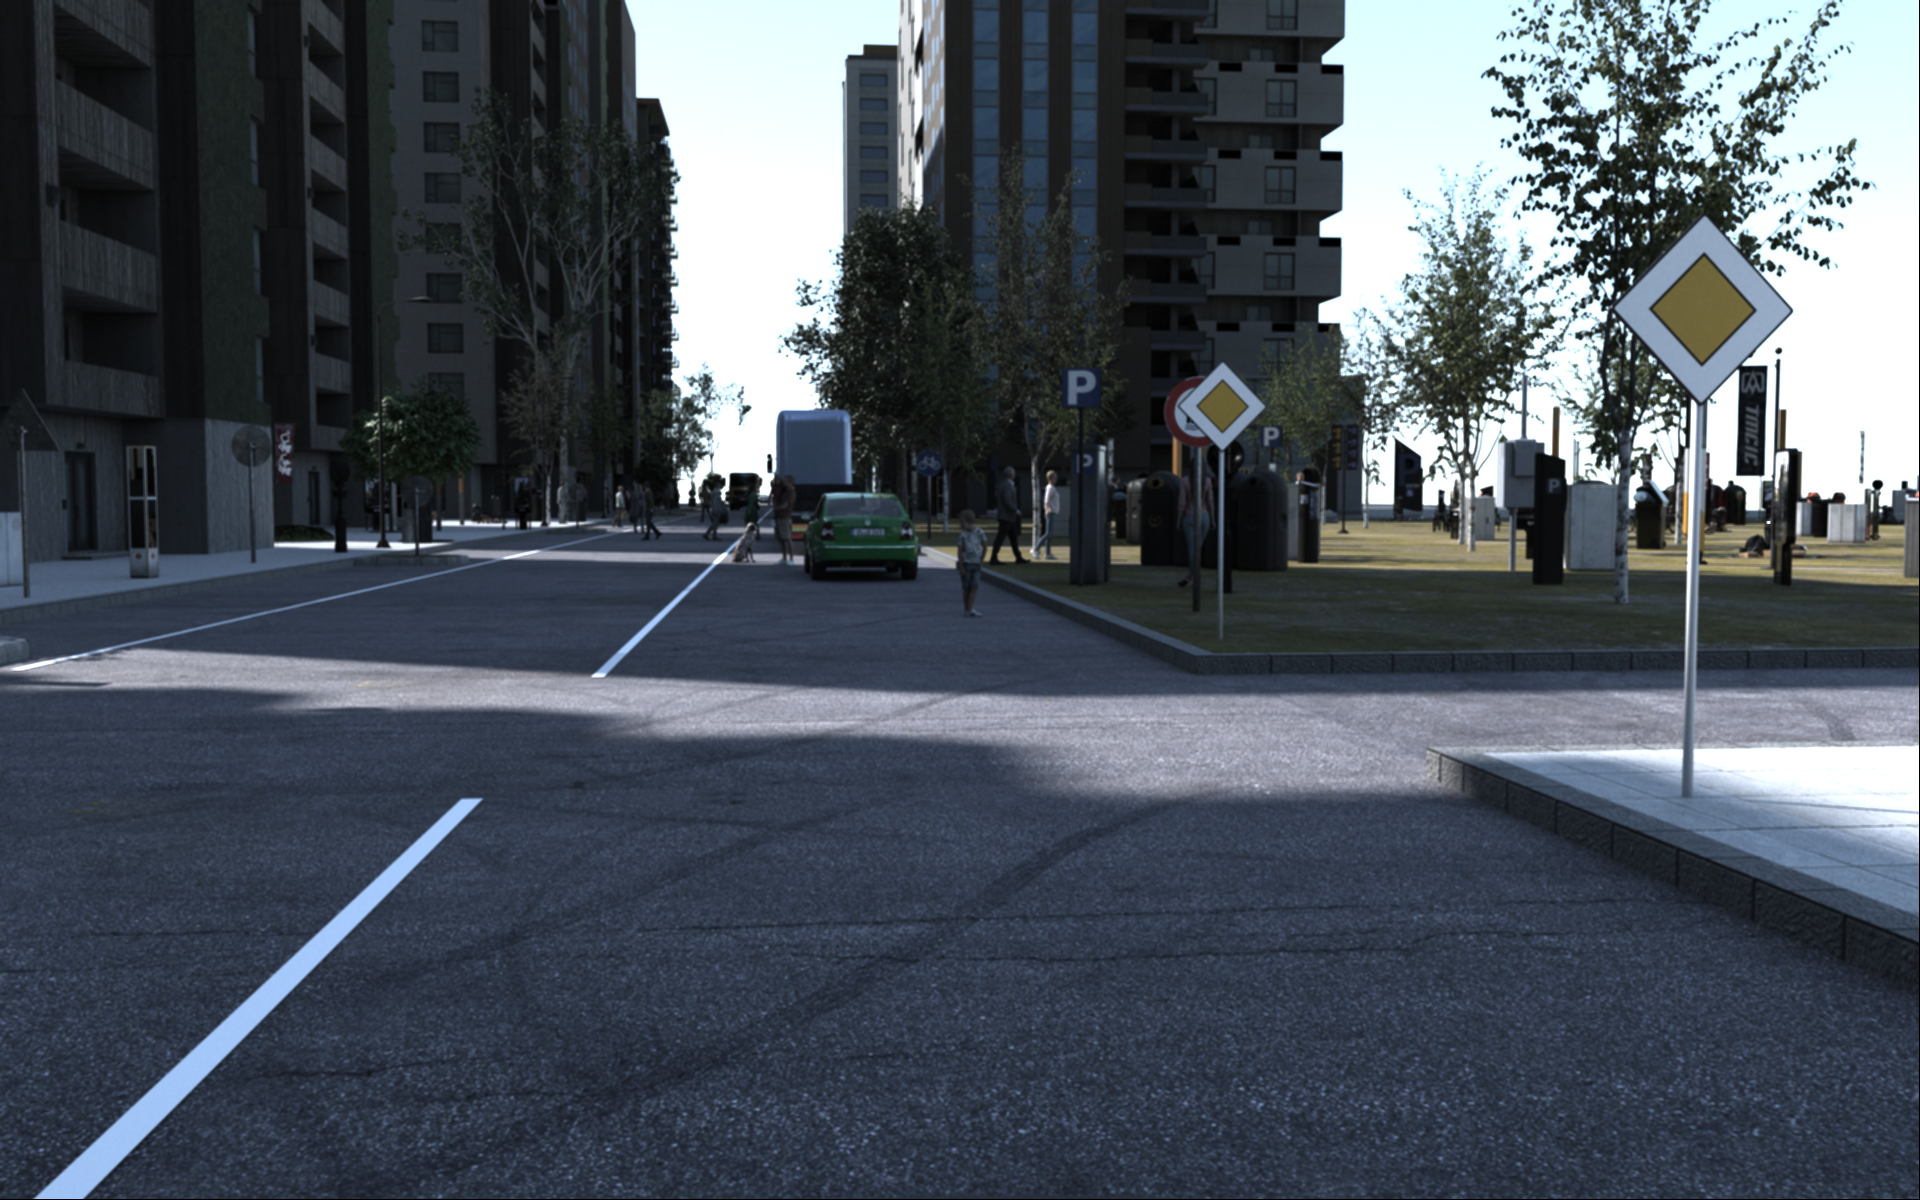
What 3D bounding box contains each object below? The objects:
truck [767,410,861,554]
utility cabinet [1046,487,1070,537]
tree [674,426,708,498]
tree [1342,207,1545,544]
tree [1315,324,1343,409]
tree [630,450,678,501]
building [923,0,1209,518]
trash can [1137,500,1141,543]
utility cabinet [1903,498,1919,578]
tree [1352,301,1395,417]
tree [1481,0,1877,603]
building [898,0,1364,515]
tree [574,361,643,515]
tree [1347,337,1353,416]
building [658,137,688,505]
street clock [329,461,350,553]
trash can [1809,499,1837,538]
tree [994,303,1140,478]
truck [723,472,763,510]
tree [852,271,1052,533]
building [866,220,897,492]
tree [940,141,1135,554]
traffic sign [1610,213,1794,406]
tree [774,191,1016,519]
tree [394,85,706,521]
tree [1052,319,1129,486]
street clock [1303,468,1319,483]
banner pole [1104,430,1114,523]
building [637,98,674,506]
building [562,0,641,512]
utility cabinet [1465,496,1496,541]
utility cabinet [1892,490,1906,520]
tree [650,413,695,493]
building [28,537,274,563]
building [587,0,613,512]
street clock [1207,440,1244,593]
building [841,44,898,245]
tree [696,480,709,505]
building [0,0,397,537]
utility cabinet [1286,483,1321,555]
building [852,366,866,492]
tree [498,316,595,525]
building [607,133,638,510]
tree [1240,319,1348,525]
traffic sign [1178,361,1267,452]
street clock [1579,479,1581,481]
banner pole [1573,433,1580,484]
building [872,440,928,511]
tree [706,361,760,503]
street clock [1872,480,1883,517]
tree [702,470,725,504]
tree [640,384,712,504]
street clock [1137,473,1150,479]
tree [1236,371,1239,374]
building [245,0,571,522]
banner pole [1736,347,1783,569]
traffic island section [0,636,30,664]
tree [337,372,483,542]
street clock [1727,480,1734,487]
[{"bbox_3d":[-3.971,-3.655,49.517,2.967,4.110,18.799,0,4,-7],"label":"truck"},{"bbox_3d":[3.142,-2.607,51.295,1.173,1.500,0.318,1,4,23],"label":"utility cabinet"},{"bbox_3d":[-27.551,-13.872,177.170,4.737,8.622,4.395,0,3,0],"label":"tree"},{"bbox_3d":[12.633,-5.738,44.184,4.360,8.622,3.978,0,3,0],"label":"tree"},{"bbox_3d":[15.442,-6.982,64.523,4.360,8.622,3.978,0,3,0],"label":"tree"},{"bbox_3d":[-22.658,-8.839,128.234,4.285,4.588,4.351,0,3,0],"label":"tree"},{"bbox_3d":[5.367,-27.380,97.774,14.600,45.320,14.200,0,4,-6],"label":"building"},{"bbox_3d":[4.774,-1.927,43.161,0.748,1.137,0.748,0,3,0],"label":"trash can"},{"bbox_3d":[14.950,-0.927,26.326,1.020,1.237,0.306,3,4,36],"label":"utility cabinet"},{"bbox_3d":[11.527,-5.383,38.370,4.737,8.622,4.395,0,3,0],"label":"tree"},{"bbox_3d":[8.011,-4.269,20.158,4.737,8.622,4.395,0,3,0],"label":"tree"},{"bbox_3d":[9.949,-32.396,118.913,28.713,52.752,27.495,0,4,-6],"label":"building"},{"bbox_3d":[-19.590,-8.876,95.480,4.737,8.622,4.395,0,3,0],"label":"tree"},{"bbox_3d":[14.799,-6.208,51.860,4.737,8.622,4.395,0,3,0],"label":"tree"},{"bbox_3d":[-46.677,-36.508,216.516,23.786,49.044,30.456,0,4,-6],"label":"building"},{"bbox_3d":[-13.585,-2.042,37.958,0.471,2.002,0.358,3,5,40],"label":"street clock"},{"bbox_3d":[25.558,-2.427,51.327,0.748,1.137,0.748,0,3,0],"label":"trash can"},{"bbox_3d":[5.236,-9.163,84.233,7.601,10.594,8.767,-1,4,-8],"label":"tree"},{"bbox_3d":[-19.420,-9.800,156.156,3.469,3.379,9.791,0,4,-5],"label":"truck"},{"bbox_3d":[-0.279,-6.541,57.303,4.737,8.622,4.395,0,3,0],"label":"tree"},{"bbox_3d":[-3.172,-25.268,184.836,14.160,30.474,14.107,0,4,-6],"label":"building"},{"bbox_3d":[1.629,-5.260,36.358,4.360,8.622,3.978,0,3,0],"label":"tree"},{"bbox_3d":[3.107,-0.310,7.256,0.795,2.593,0.064,0,4,-6],"label":"traffic sign"},{"bbox_3d":[-2.245,-9.116,66.051,9.611,12.733,9.660,0,3,0],"label":"tree"},{"bbox_3d":[-19.835,-13.811,81.698,12.611,20.169,13.585,0,3,0],"label":"tree"},{"bbox_3d":[4.861,-7.450,72.164,4.737,8.622,4.395,0,3,0],"label":"tree"},{"bbox_3d":[9.759,-2.677,48.334,0.358,2.002,0.471,-2,4,-32],"label":"street clock"},{"bbox_3d":[5.796,-4.745,67.594,0.401,3.779,0.863,2,4,34],"label":"banner pole"},{"bbox_3d":[-42.764,-32.579,187.283,22.147,44.769,28.867,0,4,-6],"label":"building"},{"bbox_3d":[-35.756,-30.676,151.664,14.600,45.320,14.200,0,4,-6],"label":"building"},{"bbox_3d":[14.392,-2.254,48.021,1.020,1.237,0.306,-2,4,-33],"label":"utility cabinet"},{"bbox_3d":[45.862,-4.608,84.017,1.173,1.500,0.318,0,4,-1],"label":"utility cabinet"},{"bbox_3d":[-25.665,-12.584,156.111,4.360,8.622,3.978,0,3,0],"label":"tree"},{"bbox_3d":[-22.786,-15.993,33.191,14.160,30.474,14.107,0,4,-6],"label":"building"},{"bbox_3d":[-32.804,-26.905,123.493,14.154,41.232,14.086,0,4,-6],"label":"building"},{"bbox_3d":[3.435,-1.094,22.458,0.471,2.002,0.358,0,4,5],"label":"street clock"},{"bbox_3d":[-5.347,-42.389,235.062,21.231,58.520,28.212,0,4,-6],"label":"building"},{"bbox_3d":[-31.494,-13.370,213.198,1.663,3.219,1.824,0,3,0],"label":"tree"},{"bbox_3d":[-29.100,-17.789,62.552,14.160,30.474,14.107,0,4,-6],"label":"building"},{"bbox_3d":[6.892,-1.676,36.085,1.173,1.500,0.318,-1,4,-9],"label":"utility cabinet"},{"bbox_3d":[0.430,-22.170,207.516,27.650,21.520,28.899,0,4,-6],"label":"building"},{"bbox_3d":[-17.209,-7.447,72.123,4.360,8.622,3.978,0,3,0],"label":"tree"},{"bbox_3d":[-33.474,-22.413,138.146,14.160,30.474,14.107,0,4,-6],"label":"building"},{"bbox_3d":[15.011,-7.464,72.391,4.737,8.622,4.395,0,3,0],"label":"tree"},{"bbox_3d":[2.316,-0.796,15.202,0.795,2.593,0.064,0,4,-6],"label":"traffic sign"},{"bbox_3d":[29.745,-4.808,83.173,0.358,2.002,0.471,0,4,5],"label":"street clock"},{"bbox_3d":[25.359,-4.974,71.334,0.401,3.779,0.863,3,5,40],"label":"banner pole"},{"bbox_3d":[4.346,-51.033,147.053,22.319,86.520,31.000,0,4,-6],"label":"building"},{"bbox_3d":[-34.378,-23.661,242.751,12.611,20.169,13.585,0,3,0],"label":"tree"},{"bbox_3d":[46.075,-5.042,87.000,0.358,2.002,0.471,-2,4,-30],"label":"street clock"},{"bbox_3d":[-32.721,-15.094,230.501,4.285,4.588,4.351,0,3,0],"label":"tree"},{"bbox_3d":[-27.404,-14.655,165.369,9.928,11.665,9.643,0,3,0],"label":"tree"},{"bbox_3d":[6.291,-3.333,59.058,0.471,2.002,0.358,1,4,23],"label":"street clock"},{"bbox_3d":[15.174,-8.022,81.519,4.737,8.622,4.395,0,3,0],"label":"tree"},{"bbox_3d":[-29.087,-19.746,94.543,14.160,30.474,14.107,0,4,-6],"label":"building"},{"bbox_3d":[13.697,-2.422,29.615,0.863,3.779,0.401,1,4,13],"label":"banner pole"},{"bbox_3d":[-9.047,0.497,14.161,2.009,0.180,2.903,0,4,-6],"label":"traffic island section"},{"bbox_3d":[-14.452,-3.856,46.752,4.285,4.588,4.351,0,3,0],"label":"tree"},{"bbox_3d":[40.432,-5.281,90.914,0.358,2.002,0.471,1,4,11],"label":"street clock"}]
